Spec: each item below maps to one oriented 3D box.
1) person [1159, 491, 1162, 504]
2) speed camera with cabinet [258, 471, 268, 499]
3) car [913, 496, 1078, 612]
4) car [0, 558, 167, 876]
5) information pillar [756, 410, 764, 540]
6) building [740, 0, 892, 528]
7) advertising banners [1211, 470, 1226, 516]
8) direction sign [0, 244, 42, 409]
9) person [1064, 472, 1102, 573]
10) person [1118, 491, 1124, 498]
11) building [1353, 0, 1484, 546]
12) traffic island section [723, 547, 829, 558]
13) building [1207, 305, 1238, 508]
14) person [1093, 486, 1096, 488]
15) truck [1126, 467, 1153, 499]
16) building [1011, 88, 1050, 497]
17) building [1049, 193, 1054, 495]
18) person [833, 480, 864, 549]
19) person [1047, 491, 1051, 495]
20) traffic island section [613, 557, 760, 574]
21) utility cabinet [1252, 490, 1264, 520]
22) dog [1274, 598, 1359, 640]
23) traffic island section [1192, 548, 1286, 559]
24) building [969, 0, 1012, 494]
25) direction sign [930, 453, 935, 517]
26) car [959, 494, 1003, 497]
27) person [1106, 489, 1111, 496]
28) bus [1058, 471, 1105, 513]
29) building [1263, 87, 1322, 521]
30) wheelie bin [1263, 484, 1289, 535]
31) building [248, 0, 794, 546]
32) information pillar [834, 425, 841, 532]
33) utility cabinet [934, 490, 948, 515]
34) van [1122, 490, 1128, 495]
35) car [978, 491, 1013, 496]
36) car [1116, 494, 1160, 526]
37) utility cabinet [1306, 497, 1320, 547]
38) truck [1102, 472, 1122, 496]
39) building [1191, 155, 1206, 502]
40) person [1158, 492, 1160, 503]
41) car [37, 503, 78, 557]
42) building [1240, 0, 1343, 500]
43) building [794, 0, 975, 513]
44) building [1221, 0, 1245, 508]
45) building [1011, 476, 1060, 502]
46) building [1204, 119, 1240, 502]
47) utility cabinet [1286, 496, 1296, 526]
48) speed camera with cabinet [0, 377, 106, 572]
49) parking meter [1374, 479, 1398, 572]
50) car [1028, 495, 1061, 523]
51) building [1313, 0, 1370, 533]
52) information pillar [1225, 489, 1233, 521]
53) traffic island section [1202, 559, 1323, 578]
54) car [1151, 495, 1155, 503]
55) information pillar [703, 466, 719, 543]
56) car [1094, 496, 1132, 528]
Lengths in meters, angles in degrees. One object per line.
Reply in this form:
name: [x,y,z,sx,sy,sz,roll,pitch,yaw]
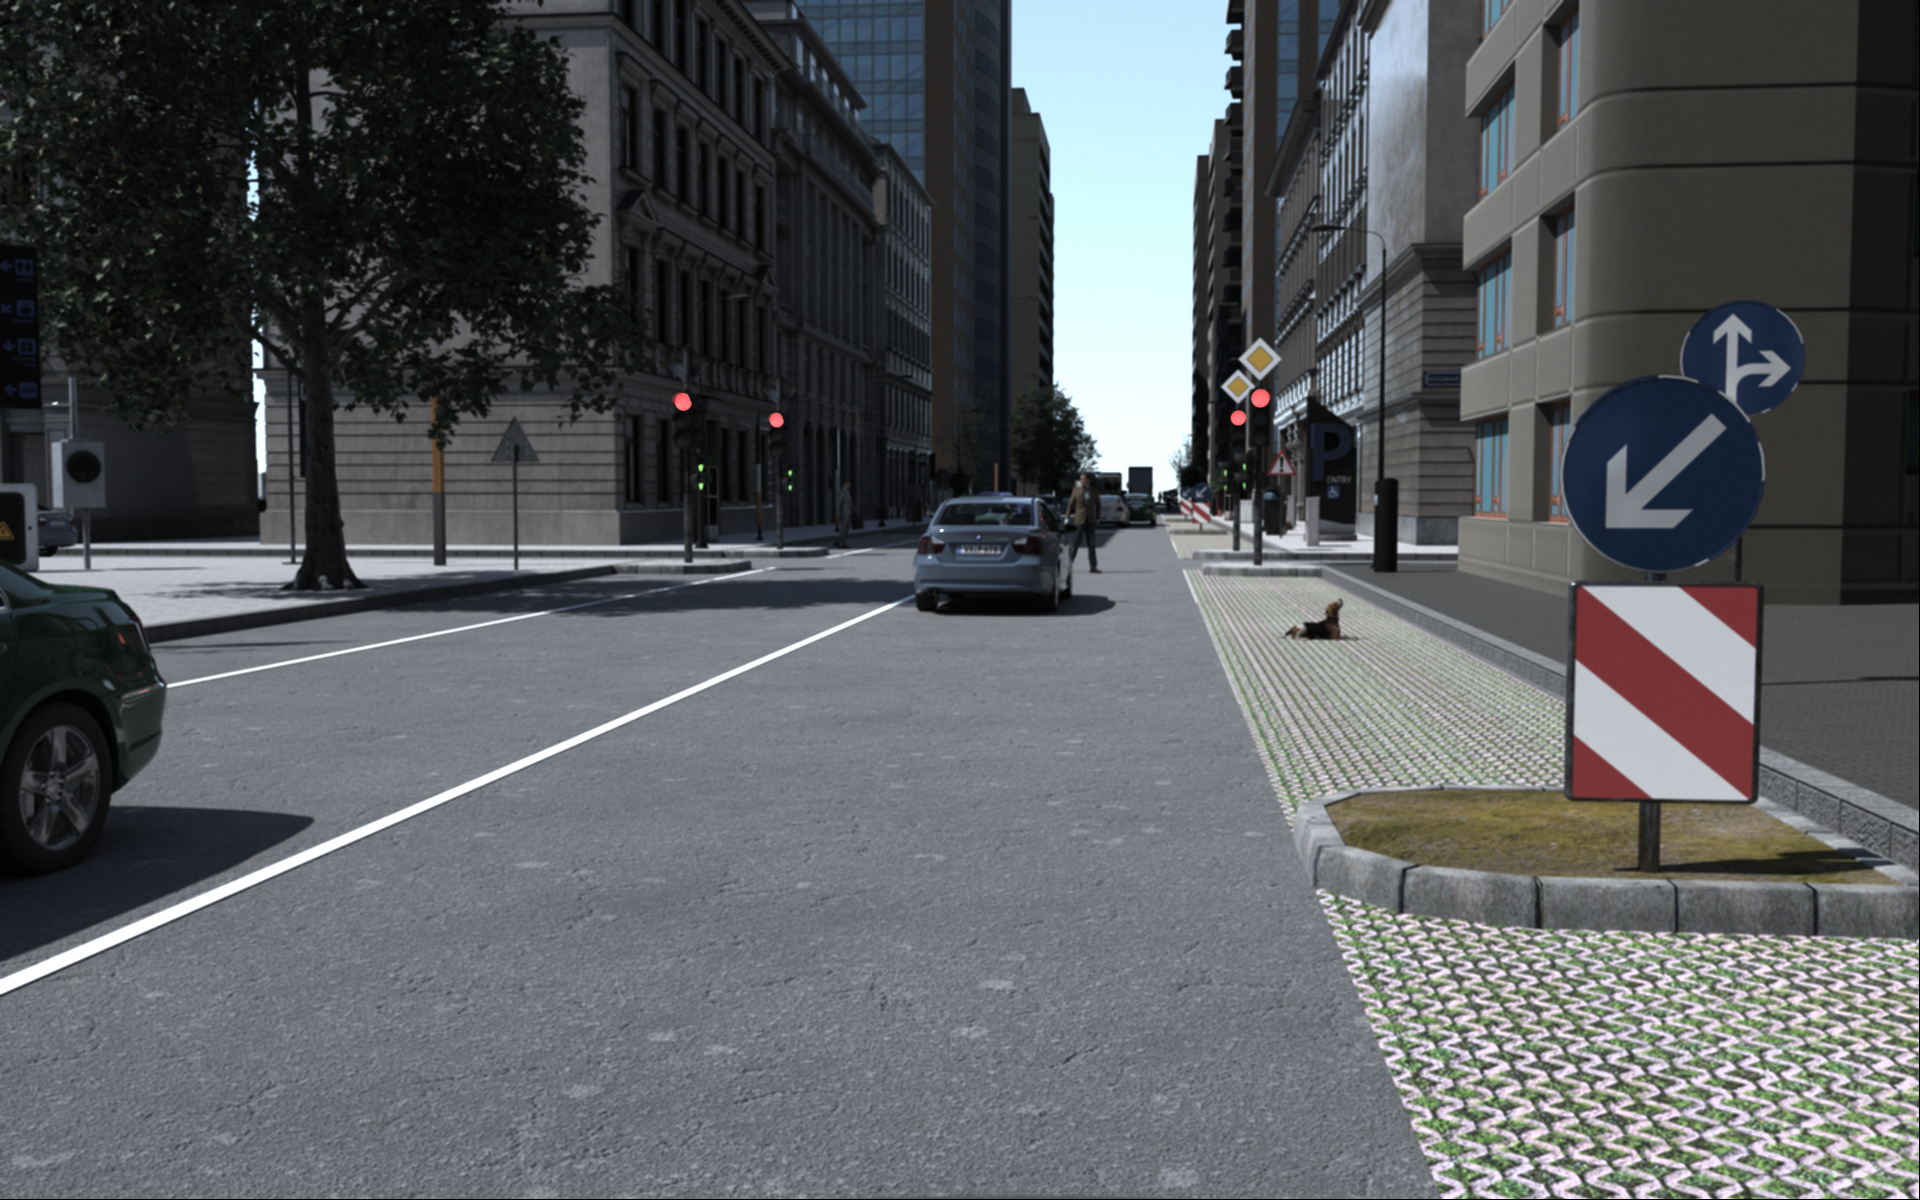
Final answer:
person: [27.787,-14.138,239.530,0.599,1.838,0.709,2,4,31]
speed camera with cabinet: [-27.810,-4.714,71.402,2.038,3.252,0.660,-3,4,-38]
car: [0.492,-0.637,22.419,2.014,1.417,4.499,0,4,7]
car: [-4.466,0.396,5.326,2.131,1.459,4.920,0,4,7]
information pillar: [-5.555,-3.457,47.882,0.183,3.616,0.504,0,4,-1]
building: [-11.276,-14.211,74.154,13.314,21.916,24.055,0,4,6]
advertising banners: [14.907,-6.313,99.411,0.090,3.025,2.074,-1,4,-16]
direction sign: [-8.807,-1.450,15.704,0.876,3.537,0.379,-3,4,-38]
person: [2.226,-1.416,31.558,0.656,1.842,0.836,-3,5,-40]
person: [14.569,-8.978,156.010,1.217,1.743,0.721,0,4,-1]
building: [28.744,-13.853,45.587,34.723,24.649,14.460,0,4,6]
traffic island section: [-4.207,-1.102,40.306,2.009,0.180,2.903,0,4,6]
building: [38.964,-19.954,171.288,27.650,21.520,28.899,0,4,6]
person: [6.359,-4.439,81.165,0.778,1.811,0.616,2,4,30]
truck: [19.005,-11.860,182.822,2.839,4.237,11.283,0,4,5]
building: [-0.300,-35.959,211.623,21.300,48.544,21.600,0,4,6]
building: [5.032,-33.386,229.454,14.154,41.232,14.086,0,4,6]
person: [-2.984,-2.248,45.378,0.853,1.813,0.709,1,4,19]
person: [6.190,-6.674,119.091,0.593,1.643,0.415,2,4,34]
traffic island section: [-5.090,-0.617,32.370,2.009,0.180,2.903,0,4,6]
utility cabinet: [14.741,-4.649,84.691,1.173,1.500,0.318,-3,5,-40]
dog: [3.507,0.192,17.059,0.550,0.427,0.748,-3,5,-40]
traffic island section: [6.269,-1.031,39.140,2.009,0.180,2.903,0,4,6]
building: [-7.313,-36.820,144.010,21.231,58.520,28.212,0,4,6]
direction sign: [-1.496,-6.315,95.249,0.379,3.537,0.876,-1,4,-17]
car: [0.587,-2.206,47.863,2.131,1.459,4.920,0,4,5]
person: [10.924,-7.213,126.296,0.599,1.838,0.709,3,5,40]
bus: [9.611,-8.556,134.757,2.948,3.499,13.247,0,4,8]
building: [21.499,-14.750,92.071,10.553,20.767,40.483,0,4,6]
wheelie bin: [9.857,-2.827,54.128,0.693,1.594,0.980,1,4,23]
building: [-12.135,-11.459,51.987,10.561,19.102,19.286,0,4,6]
information pillar: [-4.167,-4.128,58.852,0.183,3.616,0.504,0,4,3]
utility cabinet: [-1.104,-5.721,102.220,0.318,1.500,1.173,2,4,28]
van: [24.757,-15.956,265.262,2.240,2.365,5.245,0,4,7]
car: [1.101,-2.804,55.439,1.945,1.707,3.694,0,4,4]
car: [8.075,-4.132,79.349,2.131,1.459,4.920,0,4,6]
utility cabinet: [8.658,-1.921,42.568,0.306,1.237,1.020,1,4,9]
truck: [19.871,-14.568,227.103,2.839,4.237,11.283,0,4,7]
building: [42.421,-37.345,234.298,21.300,48.544,21.600,0,4,6]
person: [30.665,-15.736,266.590,0.445,1.727,0.742,0,4,8]
car: [-22.050,-1.622,38.524,4.499,1.417,2.014,0,4,7]
building: [27.053,-28.788,120.791,14.600,45.320,14.200,0,4,6]
building: [-6.551,-28.900,122.632,14.600,45.320,14.200,0,4,6]
building: [32.900,-29.796,141.785,22.147,44.769,28.867,0,4,6]
building: [-1.463,-34.127,249.864,32.217,40.220,23.993,0,4,6]
building: [41.515,-36.025,212.706,21.300,48.544,21.600,0,4,6]
utility cabinet: [13.214,-3.648,70.803,1.020,1.237,0.306,2,4,24]
speed camera with cabinet: [-15.359,-2.104,28.733,2.038,3.252,0.660,-3,5,-43]
parking meter: [7.002,-1.227,28.466,0.372,1.533,0.369,0,3,0]
car: [3.958,-4.453,84.812,2.014,1.417,4.499,0,4,8]
building: [18.506,-13.063,62.730,9.793,20.994,18.267,0,4,6]
information pillar: [12.978,-4.836,83.561,0.304,2.012,0.304,3,5,43]
traffic island section: [5.386,-0.546,31.204,2.009,0.180,2.903,0,4,6]
car: [28.084,-14.992,257.691,1.945,1.354,3.894,0,4,7]
information pillar: [-6.596,-2.531,45.877,0.304,2.012,0.304,-2,4,-32]
car: [6.319,-3.806,74.597,2.083,1.381,4.827,0,4,8]
